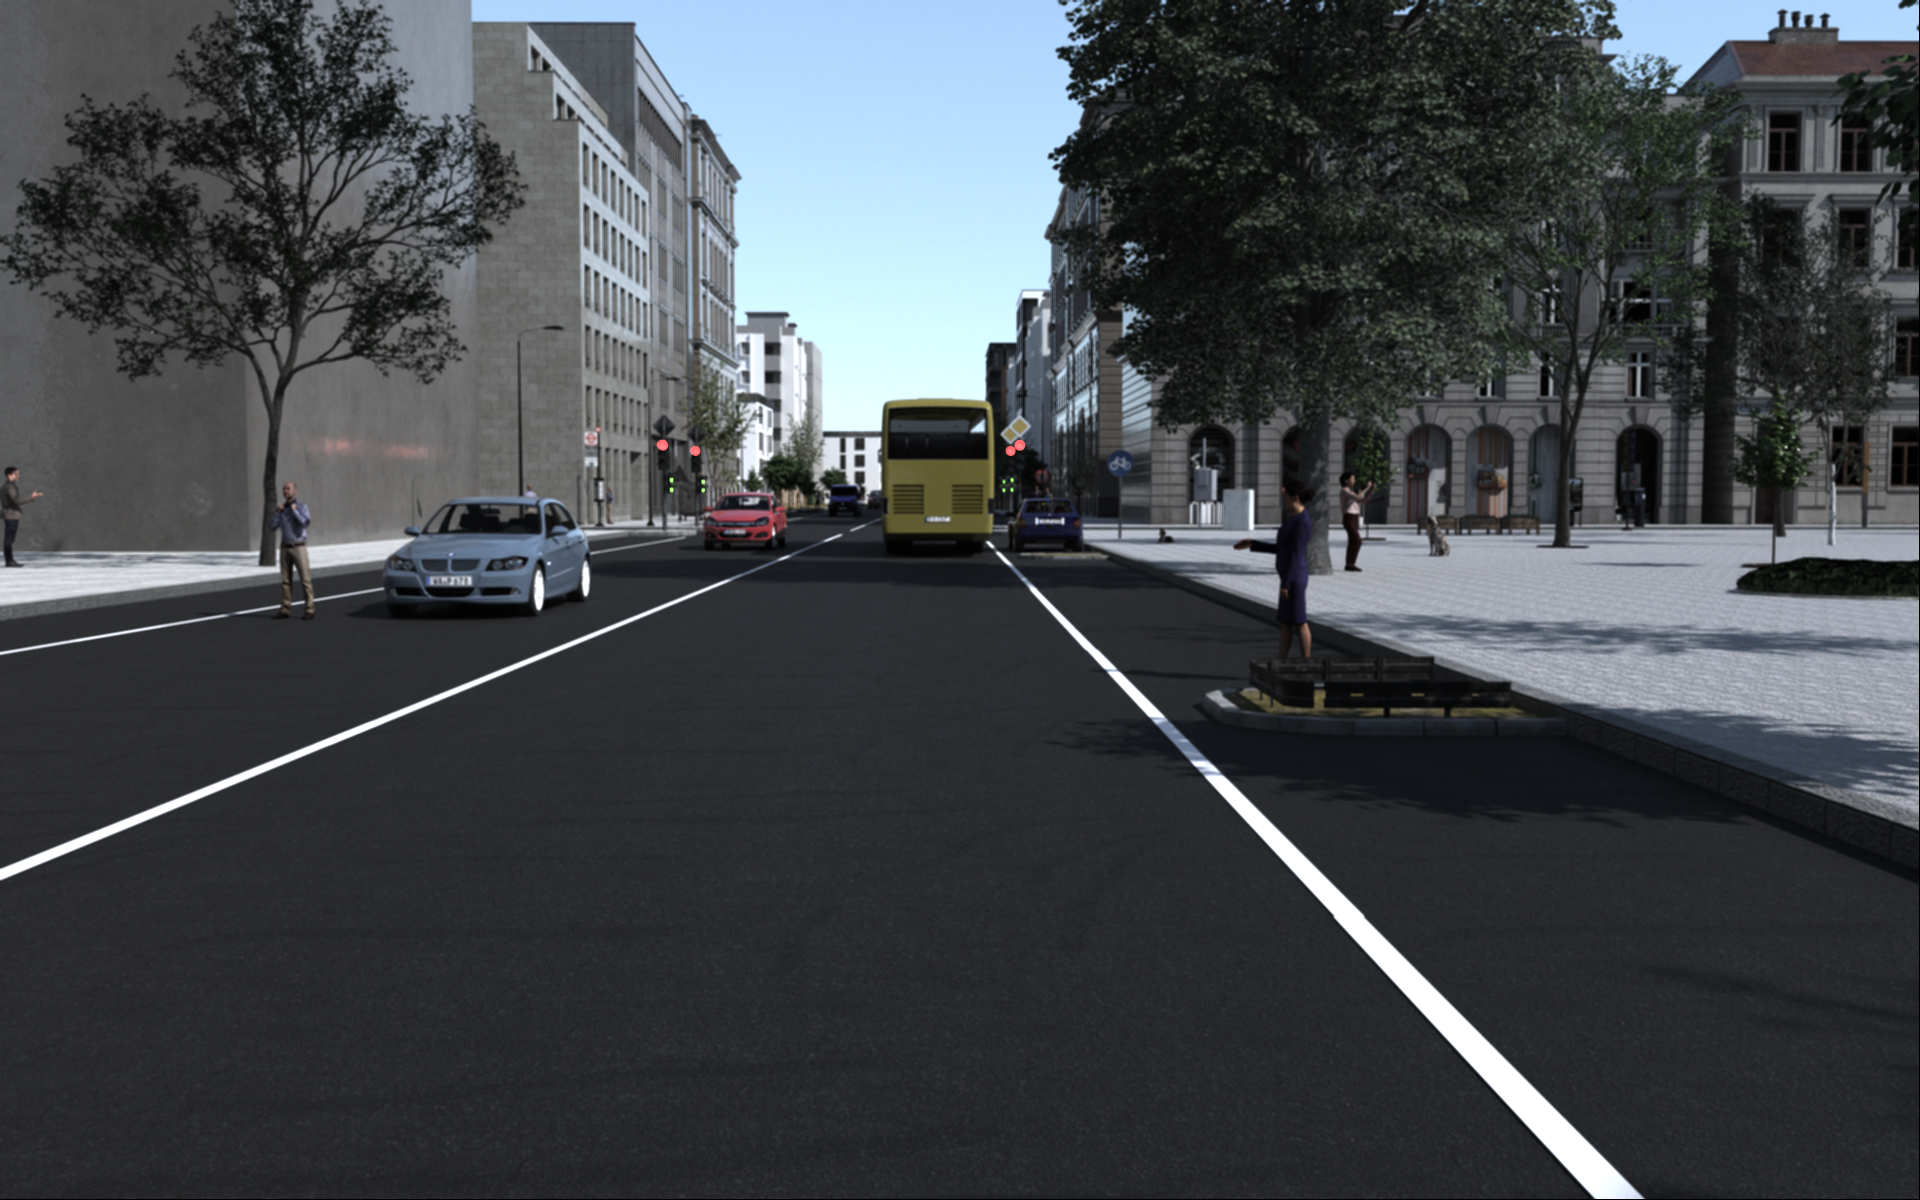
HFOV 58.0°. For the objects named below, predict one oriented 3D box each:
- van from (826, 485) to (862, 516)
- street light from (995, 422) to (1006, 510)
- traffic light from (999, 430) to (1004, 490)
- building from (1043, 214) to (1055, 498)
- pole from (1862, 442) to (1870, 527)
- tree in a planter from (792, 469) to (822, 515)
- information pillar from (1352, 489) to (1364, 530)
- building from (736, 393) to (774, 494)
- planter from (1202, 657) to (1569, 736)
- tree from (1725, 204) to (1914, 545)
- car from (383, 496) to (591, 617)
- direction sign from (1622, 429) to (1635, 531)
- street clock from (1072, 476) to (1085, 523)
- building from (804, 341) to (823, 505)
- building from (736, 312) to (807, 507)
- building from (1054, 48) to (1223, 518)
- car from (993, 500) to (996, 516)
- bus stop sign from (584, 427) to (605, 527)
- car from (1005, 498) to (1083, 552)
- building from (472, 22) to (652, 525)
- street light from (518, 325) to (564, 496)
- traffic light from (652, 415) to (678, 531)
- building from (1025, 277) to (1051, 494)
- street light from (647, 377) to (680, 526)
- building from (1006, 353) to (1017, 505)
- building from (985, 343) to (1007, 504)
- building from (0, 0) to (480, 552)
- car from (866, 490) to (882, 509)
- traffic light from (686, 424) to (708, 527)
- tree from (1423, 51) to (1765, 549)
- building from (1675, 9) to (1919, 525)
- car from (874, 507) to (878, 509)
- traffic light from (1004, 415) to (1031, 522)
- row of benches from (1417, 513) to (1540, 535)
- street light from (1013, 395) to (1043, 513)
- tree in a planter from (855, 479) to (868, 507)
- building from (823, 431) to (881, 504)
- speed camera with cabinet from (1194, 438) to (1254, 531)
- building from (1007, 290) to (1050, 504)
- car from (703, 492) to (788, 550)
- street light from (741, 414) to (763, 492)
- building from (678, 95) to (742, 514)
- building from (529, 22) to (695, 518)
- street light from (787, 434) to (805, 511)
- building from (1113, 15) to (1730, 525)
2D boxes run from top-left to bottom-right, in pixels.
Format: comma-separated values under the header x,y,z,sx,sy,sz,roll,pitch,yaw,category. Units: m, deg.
x,y,z,sx,sy,sz,roll,pitch,yaw,category
-7.469,-6.628,112.752,2.240,2.365,5.245,0,4,0,van
3.005,-8.536,112.096,1.470,5.913,1.316,0,4,-1,street light
1.974,-4.851,68.560,0.839,4.213,0.868,0,4,-1,traffic light
13.224,-20.403,130.851,12.463,27.353,25.104,0,4,-1,building
35.542,-4.534,67.972,0.158,3.312,0.155,0,3,0,pole
-10.656,-7.565,120.917,1.991,3.239,1.994,0,4,-1,tree in a planter
14.175,-3.498,61.681,0.304,2.012,0.304,3,5,41,information pillar
-21.464,-13.202,157.999,9.099,9.664,28.070,0,4,-1,building
2.623,0.604,11.256,1.991,0.319,1.994,0,4,-1,planter
21.659,-5.676,43.157,4.360,8.622,3.978,0,3,0,tree
-5.823,-0.599,21.803,2.014,1.417,4.499,0,4,-1,car
23.499,-4.215,60.908,0.379,3.537,0.876,0,4,-4,direction sign
4.669,-3.883,68.057,0.471,2.002,0.358,-1,4,-22,street clock
-32.854,-20.943,208.881,31.486,18.905,16.747,0,4,-1,building
-24.372,-19.628,177.338,16.016,20.091,11.380,0,4,-1,building
12.967,-18.829,105.123,12.463,27.353,25.104,0,4,-1,building
1.347,-6.304,115.427,2.083,1.381,4.827,0,4,1,car
-14.419,-4.867,68.281,0.416,3.939,0.855,3,5,43,bus stop sign
2.141,-1.923,44.017,1.945,1.354,3.894,0,4,-1,car
-20.735,-13.711,78.919,10.420,20.320,16.860,0,4,-1,building
-11.604,-4.604,47.819,1.470,5.913,1.316,0,4,-1,street light
-10.302,-4.354,60.428,0.839,4.213,0.868,0,4,-1,traffic light
14.335,-18.232,154.513,16.016,20.091,11.380,0,4,-1,building
-11.813,-5.899,68.988,1.470,5.913,1.316,0,4,-1,street light
13.749,-21.719,211.532,16.016,20.091,11.380,0,4,-1,building
20.190,-24.486,244.323,32.646,21.610,27.936,0,4,-1,building
-32.842,-14.831,47.008,34.151,26.468,19.350,0,4,-1,building
-7.655,-9.447,163.134,2.281,1.827,5.304,0,4,-1,car
-10.387,-4.842,68.413,0.839,4.213,0.868,0,4,-1,traffic light
14.566,-7.051,41.033,9.928,11.665,9.643,0,3,0,tree
42.042,-14.723,76.874,21.152,22.565,11.583,0,4,-1,building
-7.520,-9.661,169.953,2.014,1.417,4.499,0,4,0,car
2.059,-4.363,60.575,0.839,4.213,0.868,0,4,-1,traffic light
16.430,-2.392,54.578,4.104,0.672,1.422,-1,4,-14,row of benches
3.316,-6.637,81.055,1.470,5.913,1.316,0,4,-1,street light
-11.473,-12.247,197.452,1.991,3.239,1.994,0,4,-1,tree in a planter
-10.675,-17.940,235.460,28.070,9.664,9.099,0,4,-1,building
9.310,-4.079,61.030,2.038,3.252,0.660,2,4,27,speed camera with cabinet
19.982,-21.137,189.565,27.936,21.610,32.646,0,4,-1,building
-5.627,-2.241,45.680,2.155,1.783,4.494,0,4,1,car
-12.158,-7.851,100.902,1.470,5.913,1.316,0,4,-1,street light
-22.534,-20.297,117.753,13.634,28.700,20.117,0,4,-1,building
-22.395,-17.071,97.128,12.078,24.808,19.932,0,4,-1,building
-12.618,-9.844,133.492,1.470,5.913,1.316,0,4,-1,street light
19.430,-14.421,77.578,24.055,21.916,13.314,0,4,-1,building
